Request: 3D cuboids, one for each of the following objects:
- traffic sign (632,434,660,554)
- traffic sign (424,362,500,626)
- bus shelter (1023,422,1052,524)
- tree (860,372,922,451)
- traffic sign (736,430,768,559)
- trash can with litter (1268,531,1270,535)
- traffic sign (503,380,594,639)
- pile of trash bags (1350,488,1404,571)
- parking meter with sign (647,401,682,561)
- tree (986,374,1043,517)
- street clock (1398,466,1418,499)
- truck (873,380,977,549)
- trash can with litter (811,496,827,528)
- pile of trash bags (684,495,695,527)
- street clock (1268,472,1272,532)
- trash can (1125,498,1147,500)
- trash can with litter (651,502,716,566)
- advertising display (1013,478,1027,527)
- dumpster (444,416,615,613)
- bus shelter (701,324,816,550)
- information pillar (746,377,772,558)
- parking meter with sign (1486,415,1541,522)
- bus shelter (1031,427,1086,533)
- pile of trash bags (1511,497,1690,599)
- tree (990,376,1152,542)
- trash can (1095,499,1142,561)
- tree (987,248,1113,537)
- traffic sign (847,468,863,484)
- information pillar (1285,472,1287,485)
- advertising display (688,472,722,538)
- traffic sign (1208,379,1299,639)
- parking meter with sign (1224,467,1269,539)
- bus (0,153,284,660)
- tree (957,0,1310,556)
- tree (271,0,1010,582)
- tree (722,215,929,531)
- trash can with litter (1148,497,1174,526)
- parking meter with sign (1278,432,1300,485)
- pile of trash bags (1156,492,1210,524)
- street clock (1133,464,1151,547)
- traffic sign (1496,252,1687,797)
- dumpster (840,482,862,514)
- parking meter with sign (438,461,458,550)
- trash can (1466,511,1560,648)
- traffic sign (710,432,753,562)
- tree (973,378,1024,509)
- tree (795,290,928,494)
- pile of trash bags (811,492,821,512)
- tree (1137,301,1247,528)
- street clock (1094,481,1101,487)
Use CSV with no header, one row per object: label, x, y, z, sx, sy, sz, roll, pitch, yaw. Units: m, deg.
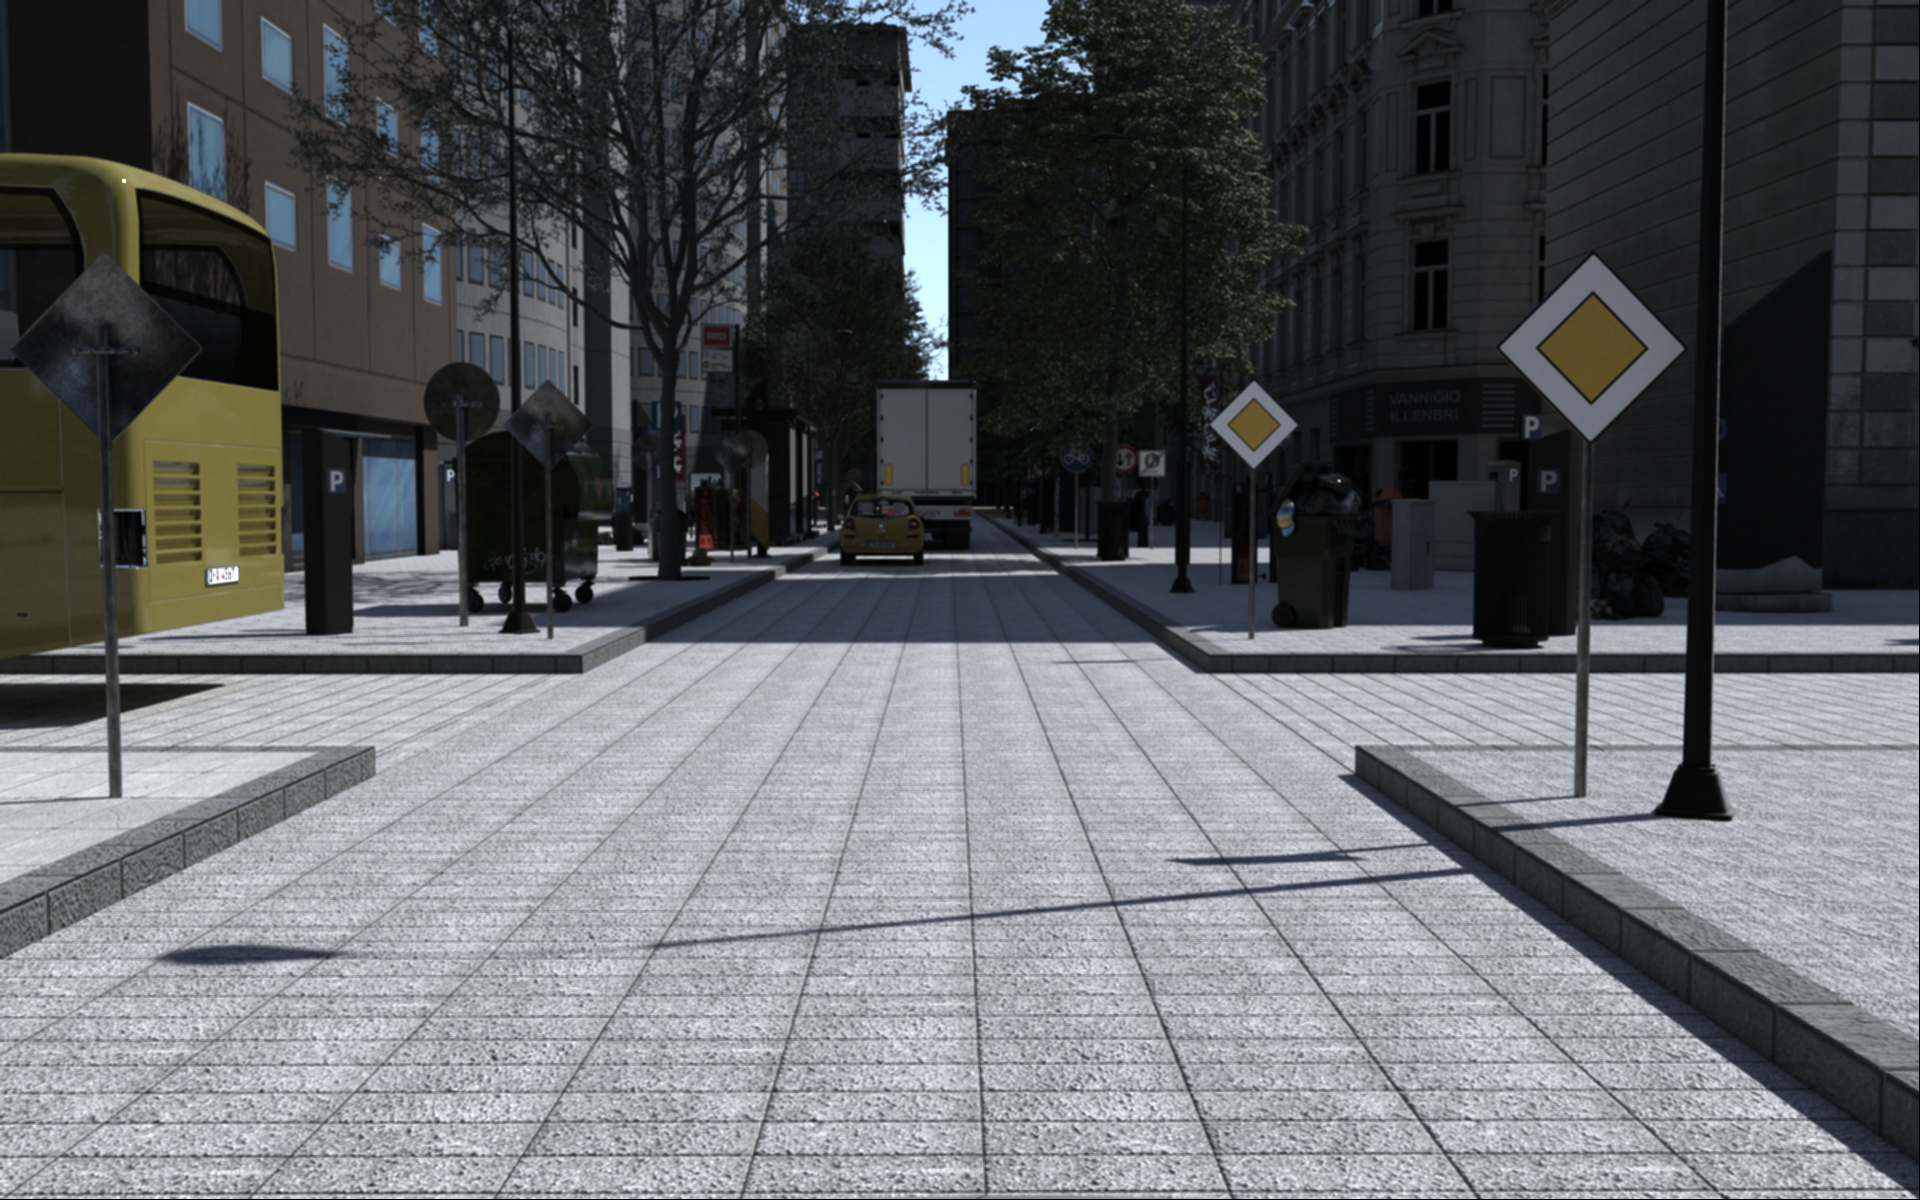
traffic sign,-6.605,-2.245,36.805,0.768,2.556,0.104,0,4,6
traffic sign,-4.815,-1.017,16.737,0.768,2.556,0.104,0,4,7
bus shelter,4.026,-6.181,78.697,2.179,5.291,8.768,0,4,0
tree,-4.947,-12.789,134.847,9.928,11.665,9.643,0,3,0
traffic sign,-4.178,-2.091,34.296,0.768,2.556,0.104,1,4,9
trash can with litter,9.974,-2.667,54.655,1.678,1.210,2.233,-2,4,-33
traffic sign,-3.618,-0.710,15.247,0.795,2.450,0.064,0,4,0
pile of trash bags,6.782,-1.183,29.091,1.912,1.369,3.447,0,4,-3
parking meter with sign,-5.752,-2.271,33.393,0.543,3.016,1.738,-1,4,-17
tree,3.597,-8.896,95.819,4.360,8.622,3.978,0,3,0
street clock,11.455,-2.432,44.341,0.471,2.002,0.358,-2,4,-32
truck,-1.036,-3.625,48.189,2.839,4.237,11.283,0,4,-2
trash can with litter,-5.621,-3.332,65.528,1.678,1.210,2.233,0,3,0
pile of trash bags,-11.380,-3.540,67.636,1.912,1.369,3.447,0,4,-2
street clock,10.244,-3.246,57.635,0.358,2.002,0.471,0,4,2
trash can,6.020,-2.908,59.202,0.748,1.137,0.748,0,3,0
trash can with litter,-4.935,-1.193,30.895,1.055,1.170,0.624,-2,4,-35
advertising display,2.533,-4.148,73.033,0.123,1.923,0.974,2,4,32
dumpster,-4.812,-1.037,19.452,1.502,2.255,1.985,0,4,0
bus shelter,-5.038,-4.035,43.608,2.179,5.291,8.768,0,4,-1
information pillar,-4.060,-2.659,34.828,0.504,3.616,0.183,2,4,27
parking meter with sign,12.210,-2.608,38.899,0.543,3.016,1.738,-2,4,-23
bus shelter,3.453,-4.228,60.411,1.731,3.624,6.357,0,4,0
pile of trash bags,8.869,-0.760,22.186,3.447,1.369,1.912,-1,4,-10
tree,3.540,-3.876,47.089,4.285,4.588,4.351,0,3,0
trash can,2.959,-1.332,33.433,0.748,1.137,0.748,0,3,0
tree,2.872,-6.236,52.315,4.737,8.622,4.395,0,3,0
traffic sign,-5.132,-5.160,84.469,0.768,2.556,0.104,0,4,1
information pillar,10.978,-3.236,57.407,0.304,2.012,0.304,-2,4,-26
advertising display,-7.369,-2.751,50.189,0.974,1.923,0.123,-1,4,-18
traffic sign,2.576,-0.711,15.266,0.795,2.450,0.064,0,4,0
parking meter with sign,8.489,-3.276,49.816,1.738,3.016,0.543,1,4,23
bus,-11.209,-1.239,11.811,12.252,3.916,2.896,0,4,-1
tree,3.491,-7.194,35.752,7.486,12.596,7.792,0,3,0
tree,-4.393,-7.051,25.654,12.009,13.543,11.850,0,3,0
tree,-4.639,-7.618,58.969,8.767,10.594,7.601,2,4,31
trash can with litter,8.130,-3.584,69.986,1.055,1.170,0.624,1,4,12
parking meter with sign,8.494,-2.878,43.309,0.543,3.016,1.738,-1,4,-21
pile of trash bags,9.169,-4.020,75.472,3.447,1.369,1.912,1,4,12
street clock,4.415,-2.275,41.765,0.358,2.002,0.471,-3,5,-45
traffic sign,2.627,-0.223,7.281,0.795,2.450,0.064,0,4,0
dumpster,-5.236,-4.596,80.908,1.264,1.857,1.865,0,4,0
parking meter with sign,-12.012,-2.683,40.127,1.738,3.016,0.543,3,4,36
trash can,4.640,-0.179,14.575,0.748,1.137,0.748,0,3,0
traffic sign,-4.273,-1.910,32.422,0.795,2.450,0.064,0,4,1
tree,3.233,-13.690,149.593,9.928,11.665,9.643,0,3,0
tree,-4.818,-10.511,89.978,7.486,12.596,7.792,0,3,0
pile of trash bags,-8.182,-4.387,81.472,3.447,1.369,1.912,1,4,17
tree,8.575,-6.981,64.499,4.360,8.622,3.978,0,3,0
street clock,6.769,-5.008,86.457,0.471,2.002,0.358,-2,4,-32
